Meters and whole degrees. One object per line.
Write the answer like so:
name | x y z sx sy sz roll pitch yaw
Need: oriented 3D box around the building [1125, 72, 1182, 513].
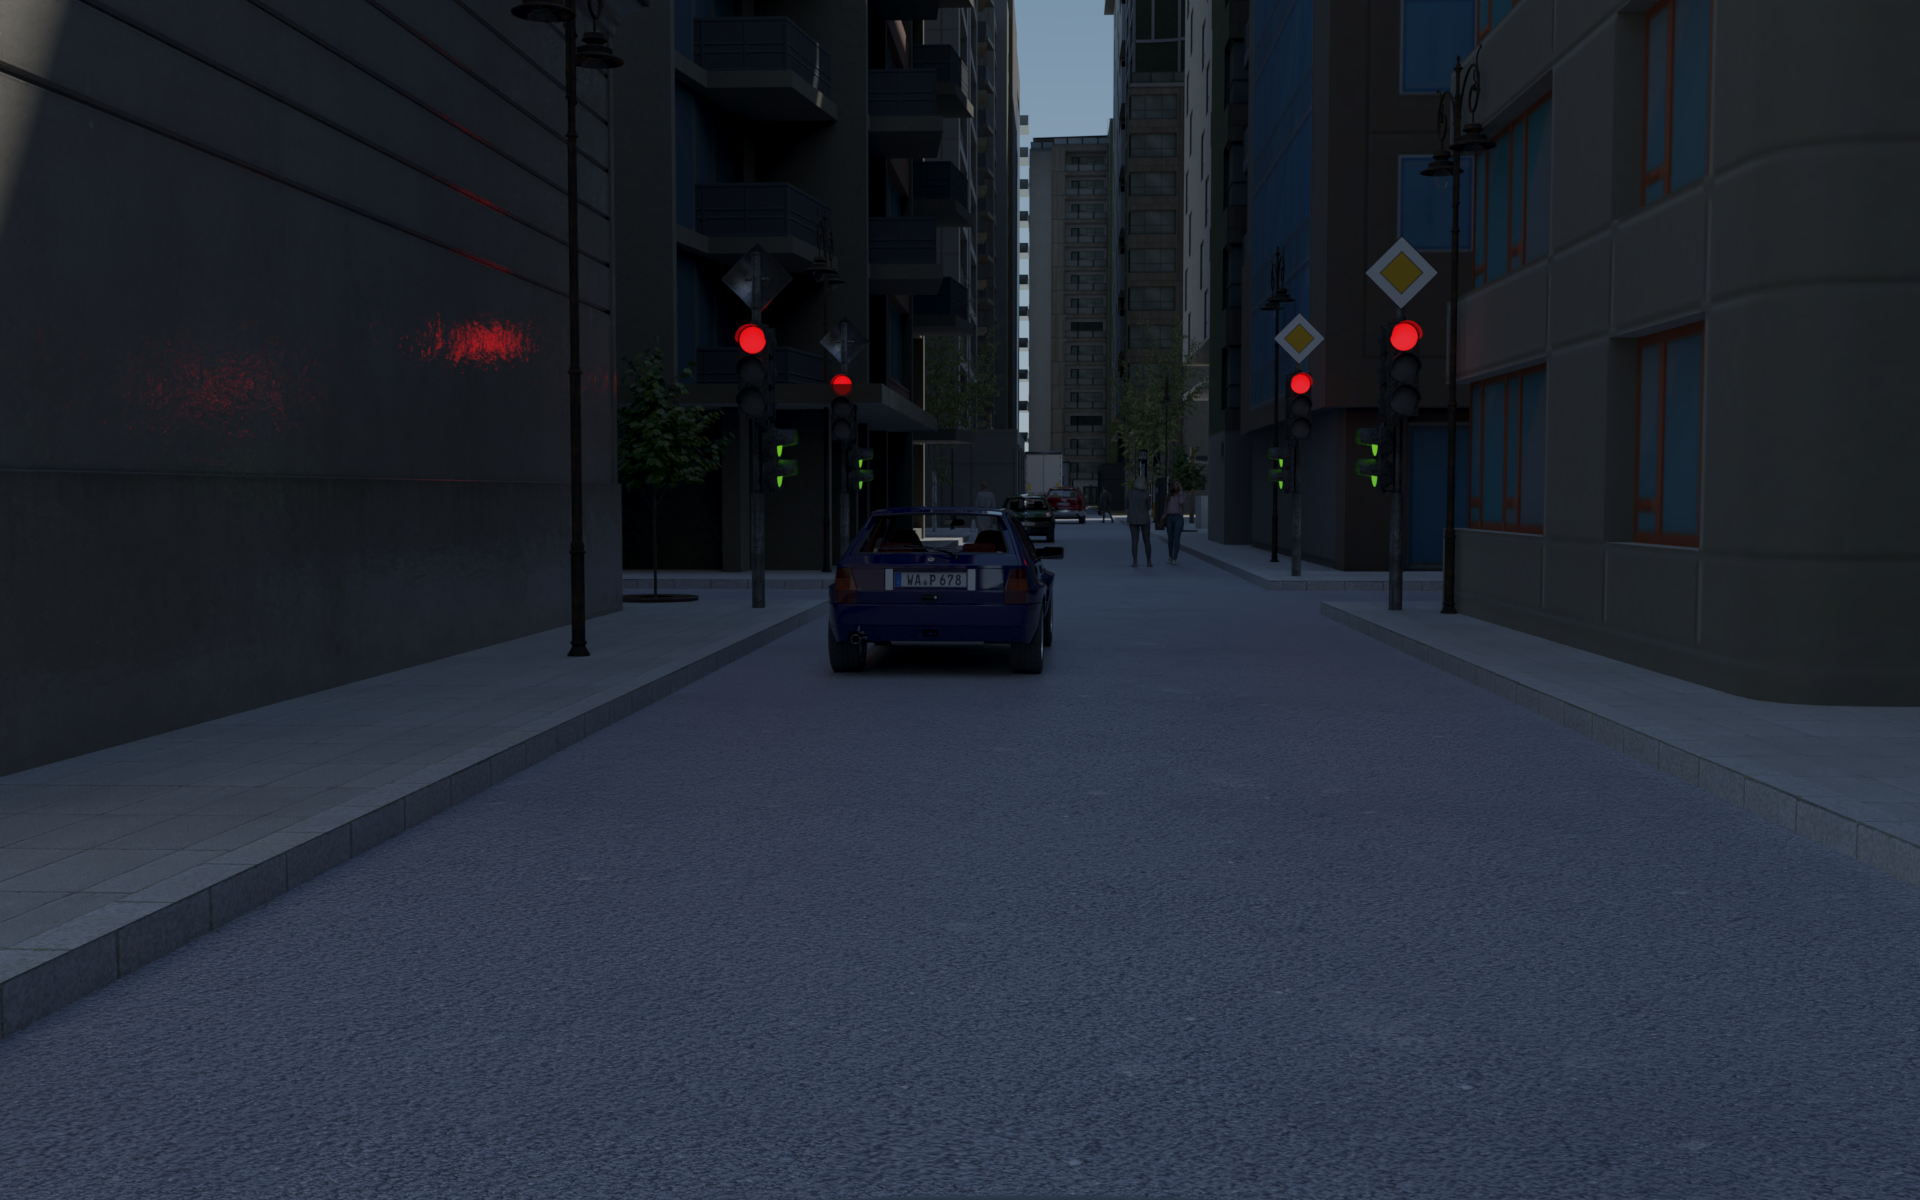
building | 18.646 -21.423 121.959 14.160 30.474 14.107 0 4 3

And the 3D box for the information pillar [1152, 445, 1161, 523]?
information pillar | 8.800 -5.267 77.466 0.183 3.616 0.504 3 5 42

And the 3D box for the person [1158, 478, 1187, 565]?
person | 4.364 -1.607 35.360 0.593 1.750 0.643 2 4 27

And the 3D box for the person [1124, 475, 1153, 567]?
person | 3.511 -1.554 34.094 0.537 1.800 0.526 1 4 21

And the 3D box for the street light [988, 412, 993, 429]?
street light | 1.721 -7.611 97.227 0.468 5.910 1.993 0 4 3

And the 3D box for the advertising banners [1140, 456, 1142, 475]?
advertising banners | 8.252 -5.026 78.365 0.090 3.025 2.074 0 4 1

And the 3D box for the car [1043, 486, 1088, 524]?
car | 5.136 -4.664 84.937 2.281 1.827 5.304 0 4 5

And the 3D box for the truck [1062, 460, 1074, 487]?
truck | 8.319 -9.847 149.912 2.839 4.237 11.283 0 4 5

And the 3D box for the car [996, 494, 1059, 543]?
car | 2.011 -2.618 52.585 2.009 1.686 4.222 0 4 2

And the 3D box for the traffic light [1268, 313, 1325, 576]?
traffic light | 5.245 -2.330 27.010 0.839 4.253 0.868 0 4 3

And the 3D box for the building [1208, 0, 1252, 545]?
building | 14.063 -16.977 49.270 14.160 30.474 14.107 0 4 3

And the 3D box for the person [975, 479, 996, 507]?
person | 0.565 -1.996 41.494 0.694 1.780 0.624 0 4 7

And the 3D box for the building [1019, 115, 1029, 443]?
building | -7.399 -35.337 197.367 30.456 49.044 23.786 0 4 3

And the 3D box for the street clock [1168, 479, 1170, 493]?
street clock | 9.777 -4.688 81.224 0.471 2.002 0.358 3 5 42

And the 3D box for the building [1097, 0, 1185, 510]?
building | 21.597 -42.792 137.905 20.563 71.187 20.611 0 4 3

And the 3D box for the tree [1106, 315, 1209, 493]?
tree | 8.225 -7.365 70.782 4.737 8.622 4.395 0 3 0

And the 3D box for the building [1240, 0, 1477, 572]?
building | 13.409 -23.444 33.421 14.200 45.320 14.600 0 4 3

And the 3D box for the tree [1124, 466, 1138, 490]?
tree | 11.831 -7.372 115.128 1.663 3.219 1.824 0 3 0

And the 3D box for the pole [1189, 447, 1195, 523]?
pole | 10.125 -5.001 75.605 0.158 3.312 0.155 0 3 0

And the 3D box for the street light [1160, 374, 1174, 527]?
street light | 7.970 -5.756 66.897 0.468 5.910 1.993 0 4 3

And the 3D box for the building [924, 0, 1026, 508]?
building | -7.443 -38.888 74.071 20.563 71.187 20.611 0 4 3

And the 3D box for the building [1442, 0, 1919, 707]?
building | 18.396 -9.697 3.585 27.650 21.520 28.899 0 4 3

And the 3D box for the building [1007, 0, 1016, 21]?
building | -2.090 -30.740 152.710 14.600 45.320 14.200 0 4 3

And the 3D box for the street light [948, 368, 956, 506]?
street light | -0.277 -5.492 62.575 0.468 5.910 1.993 0 4 3

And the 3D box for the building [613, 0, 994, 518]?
building | -9.026 -28.278 116.964 22.147 44.769 28.867 0 4 3

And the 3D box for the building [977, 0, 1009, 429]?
building | -3.346 -27.839 138.766 14.154 41.232 14.086 0 4 3

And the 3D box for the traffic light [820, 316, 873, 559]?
traffic light | -1.806 -2.353 27.389 0.839 4.253 0.868 0 4 3

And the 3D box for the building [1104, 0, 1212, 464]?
building | 28.117 -35.040 162.148 28.713 52.752 27.495 0 4 3

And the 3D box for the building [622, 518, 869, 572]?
building | -11.090 -23.619 40.802 22.147 44.769 28.867 0 4 3

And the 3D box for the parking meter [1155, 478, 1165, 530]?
parking meter | 7.084 -3.403 61.354 0.255 1.863 0.399 -1 4 -17

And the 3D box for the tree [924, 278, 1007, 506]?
tree | -0.628 -6.599 58.252 4.737 8.622 4.395 0 3 0

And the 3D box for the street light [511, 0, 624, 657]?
street light | -3.023 -2.493 13.555 0.468 5.910 1.993 0 4 3

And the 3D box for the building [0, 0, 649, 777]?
building | -18.333 -10.927 11.937 30.059 22.955 16.112 0 4 3

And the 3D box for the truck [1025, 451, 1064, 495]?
truck | 5.740 -7.955 118.980 2.839 4.237 11.283 0 4 3

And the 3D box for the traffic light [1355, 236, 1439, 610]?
traffic light | 4.796 -1.842 19.037 0.839 4.253 0.868 0 4 3

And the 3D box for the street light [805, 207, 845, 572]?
street light | -2.188 -3.393 28.269 0.468 5.910 1.993 0 4 3

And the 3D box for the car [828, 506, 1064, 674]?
car | -0.074 -0.161 15.211 1.945 1.354 3.894 0 4 5

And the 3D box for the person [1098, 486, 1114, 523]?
person | 7.213 -4.722 85.665 0.622 1.834 0.822 -2 4 -26

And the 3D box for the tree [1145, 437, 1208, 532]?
tree | 7.563 -3.933 58.900 1.663 3.219 1.824 0 3 0

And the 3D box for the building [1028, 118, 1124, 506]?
building | 14.582 -31.086 191.846 14.086 41.232 14.154 0 4 3

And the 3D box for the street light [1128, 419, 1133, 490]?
street light | 9.912 -7.862 101.326 0.468 5.910 1.993 0 4 3

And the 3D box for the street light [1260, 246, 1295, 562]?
street light | 5.931 -3.651 32.488 0.468 5.910 1.993 0 4 3

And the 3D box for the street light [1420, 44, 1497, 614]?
street light | 5.252 -2.792 18.431 0.468 5.910 1.993 0 4 3

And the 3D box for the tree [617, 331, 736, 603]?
tree | -3.650 -1.594 20.663 1.663 3.219 1.824 0 3 0

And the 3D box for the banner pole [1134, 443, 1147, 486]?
banner pole | 8.812 -5.809 84.990 0.863 3.779 0.401 2 4 28

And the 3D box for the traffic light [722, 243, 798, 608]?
traffic light | -2.255 -1.865 19.417 0.839 4.253 0.868 0 4 3

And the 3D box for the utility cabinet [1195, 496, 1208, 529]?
utility cabinet | 9.215 -3.259 64.442 1.020 1.237 0.306 -2 4 -35

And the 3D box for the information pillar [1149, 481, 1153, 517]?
information pillar | 10.628 -5.566 95.495 0.304 2.012 0.304 -1 4 -19
